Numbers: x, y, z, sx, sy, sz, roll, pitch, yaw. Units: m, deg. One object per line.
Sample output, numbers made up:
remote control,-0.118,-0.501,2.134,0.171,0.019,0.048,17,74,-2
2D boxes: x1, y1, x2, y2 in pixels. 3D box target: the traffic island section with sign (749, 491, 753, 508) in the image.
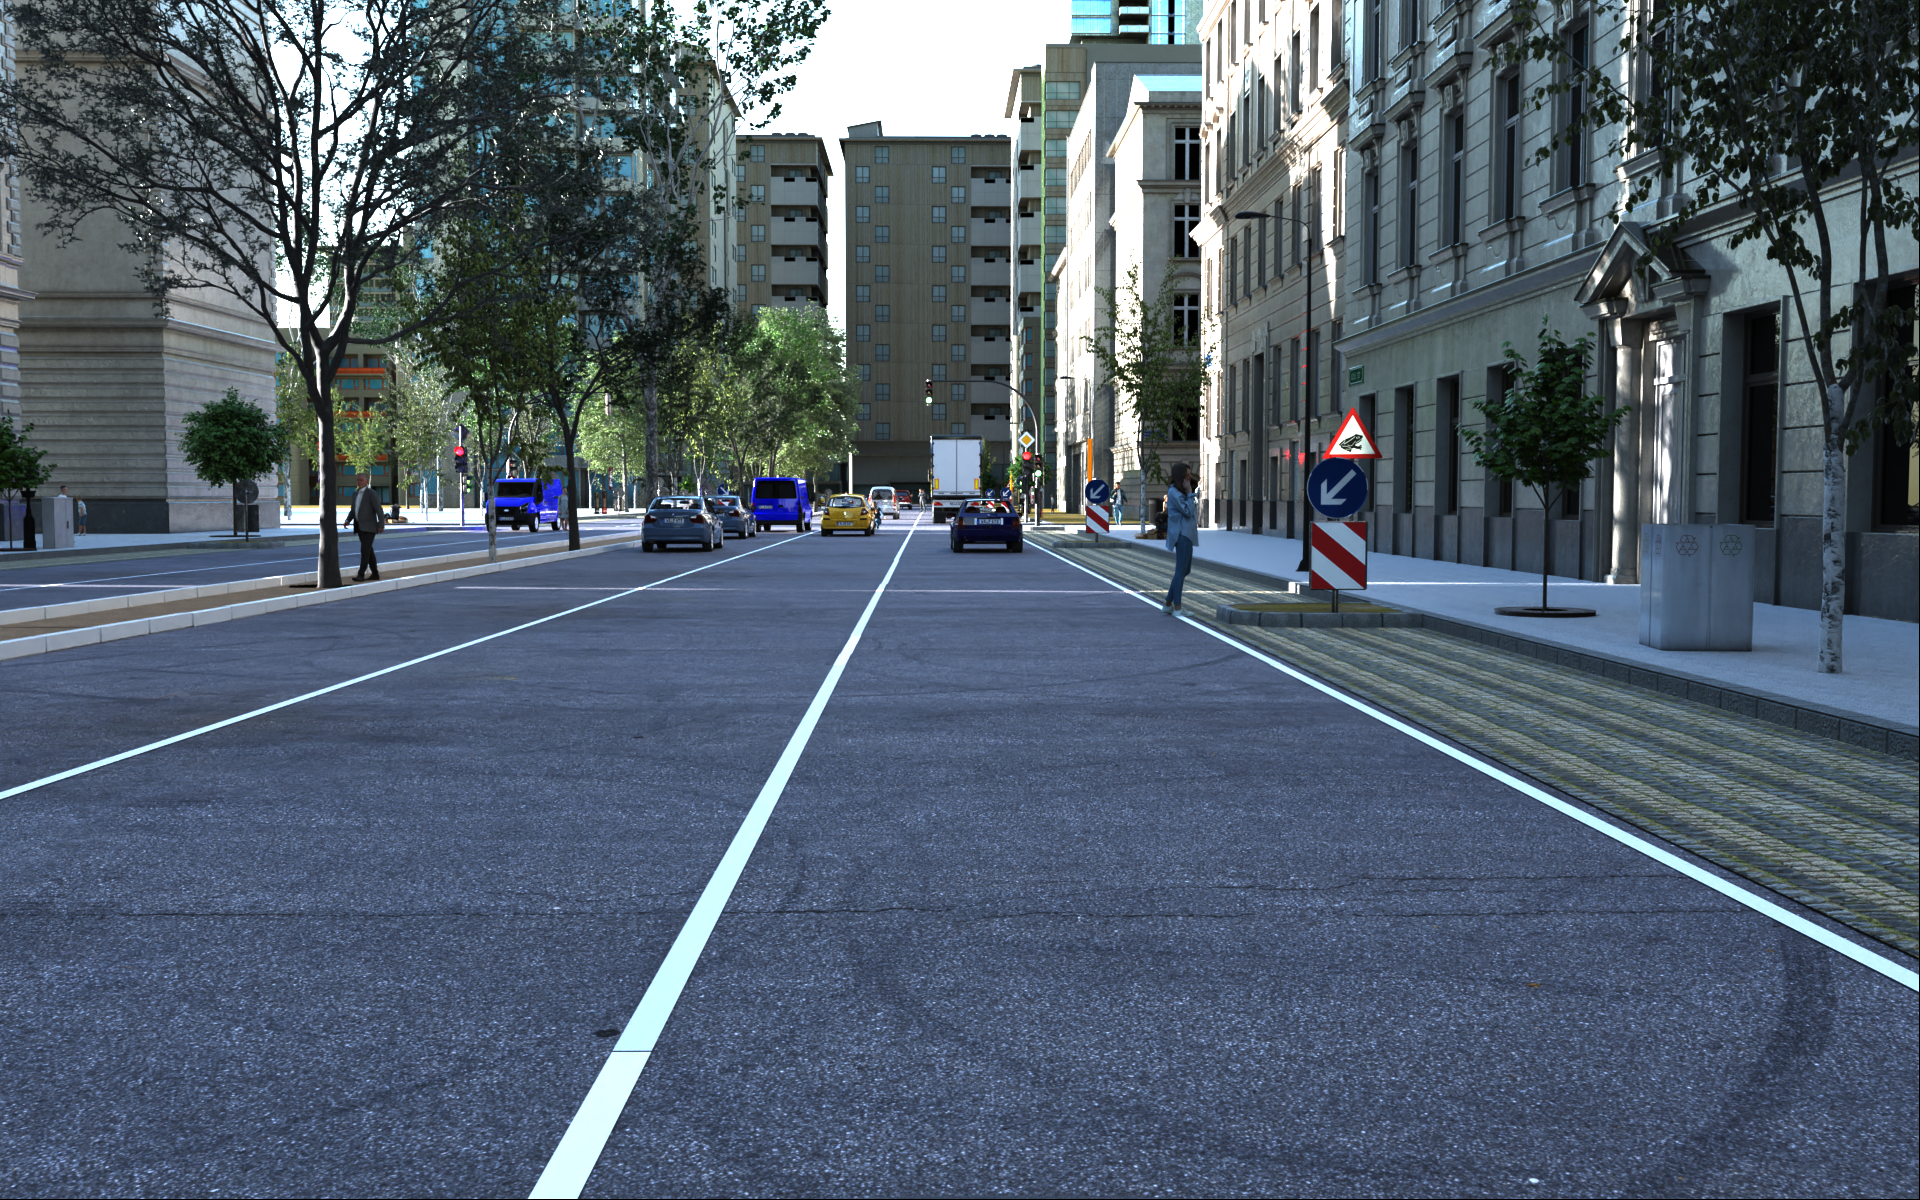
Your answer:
traffic island section with sign,-21.300,-10.444,179.392,1.989,1.847,2.006,0,4,-1

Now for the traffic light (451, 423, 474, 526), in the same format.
traffic light,-19.783,-4.888,68.841,0.839,4.253,0.868,0,4,-1

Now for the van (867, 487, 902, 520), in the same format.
van,-4.324,-5.603,98.623,2.013,2.044,4.112,0,4,1

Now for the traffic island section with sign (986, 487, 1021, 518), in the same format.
traffic island section with sign,2.587,-5.728,102.284,1.989,1.847,2.006,0,4,-1

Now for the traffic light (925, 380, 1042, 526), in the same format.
traffic light,0.985,-5.773,69.054,4.771,5.953,1.251,0,4,-1

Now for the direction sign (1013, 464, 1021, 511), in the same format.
direction sign,4.364,-8.360,128.679,0.876,3.537,0.379,1,4,19

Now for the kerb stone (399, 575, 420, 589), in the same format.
kerb stone,-8.488,-0.259,26.424,0.120,0.150,1.000,0,4,-1

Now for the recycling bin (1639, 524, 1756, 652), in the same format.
recycling bin,6.141,-0.116,14.455,0.722,1.027,0.722,0,4,6

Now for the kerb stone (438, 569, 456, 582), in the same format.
kerb stone,-8.524,-0.384,28.474,0.120,0.150,1.000,0,4,-1

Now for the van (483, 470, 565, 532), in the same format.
van,-16.767,-3.811,66.692,2.240,2.365,5.245,0,4,1

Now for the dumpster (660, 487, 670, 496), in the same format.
dumpster,-22.827,-7.723,132.028,1.264,1.857,1.865,0,4,-1

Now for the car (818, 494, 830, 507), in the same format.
car,-15.377,-11.496,198.185,2.015,1.641,3.980,0,4,-2

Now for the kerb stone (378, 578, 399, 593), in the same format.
kerb stone,-8.477,-0.196,25.393,0.120,0.150,1.000,0,4,-1

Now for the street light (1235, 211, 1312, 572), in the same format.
street light,5.210,-3.429,28.601,1.470,5.913,1.316,0,4,-1

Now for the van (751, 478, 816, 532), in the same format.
van,-6.779,-3.788,66.315,2.240,2.365,5.245,0,3,0

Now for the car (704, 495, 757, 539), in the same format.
car,-7.695,-2.724,56.535,2.014,1.417,4.499,0,4,-1

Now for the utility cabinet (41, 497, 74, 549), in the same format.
utility cabinet,-21.272,-1.816,40.857,0.306,1.237,1.020,0,4,-4

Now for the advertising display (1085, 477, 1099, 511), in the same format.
advertising display,5.118,-3.785,67.104,0.123,1.923,0.974,-1,4,-23

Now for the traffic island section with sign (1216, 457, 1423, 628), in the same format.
traffic island section with sign,3.939,-0.658,19.389,1.989,1.847,2.006,0,4,-1

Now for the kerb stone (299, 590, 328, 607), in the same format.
kerb stone,-8.419,-0.007,22.327,0.120,0.150,1.000,0,4,-1

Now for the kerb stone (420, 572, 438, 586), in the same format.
kerb stone,-8.513,-0.322,27.452,0.120,0.150,1.000,0,4,-1

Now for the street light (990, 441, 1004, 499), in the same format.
street light,3.288,-10.964,151.804,1.470,5.913,1.316,0,4,-1

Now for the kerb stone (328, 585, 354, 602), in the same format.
kerb stone,-8.434,-0.071,23.348,0.120,0.150,1.000,0,4,-1

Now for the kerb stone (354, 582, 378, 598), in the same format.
kerb stone,-8.452,-0.133,24.370,0.120,0.150,1.000,0,4,-1

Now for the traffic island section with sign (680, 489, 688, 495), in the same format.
traffic island section with sign,-20.483,-7.333,128.516,1.989,1.847,2.006,0,4,-1

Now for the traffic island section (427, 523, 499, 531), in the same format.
traffic island section,-19.823,-2.856,68.975,2.009,0.180,2.903,0,4,-1

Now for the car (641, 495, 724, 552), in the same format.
car,-7.087,-1.979,44.357,2.014,1.417,4.499,0,4,-3

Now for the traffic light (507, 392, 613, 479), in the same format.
traffic light,-17.824,-6.252,76.894,4.771,5.953,1.251,0,4,-1

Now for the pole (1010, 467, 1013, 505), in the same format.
pole,3.931,-8.444,131.897,0.158,3.312,0.155,0,3,0

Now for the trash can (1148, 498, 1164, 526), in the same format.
trash can,7.925,-3.559,69.835,0.748,1.137,0.748,0,3,0

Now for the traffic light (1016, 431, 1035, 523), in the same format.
traffic light,2.944,-5.400,77.214,0.839,4.253,0.868,0,4,-1

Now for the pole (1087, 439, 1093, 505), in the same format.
pole,4.808,-4.295,64.059,0.158,3.312,0.155,0,3,0

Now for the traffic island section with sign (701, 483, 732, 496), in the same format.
traffic island section with sign,-10.345,-4.198,76.772,2.006,1.907,1.989,0,4,-1

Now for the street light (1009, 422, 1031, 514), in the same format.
street light,3.873,-8.529,111.985,1.470,5.913,1.316,0,4,-1

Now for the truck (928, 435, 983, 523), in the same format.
truck,-0.225,-6.046,87.769,2.839,4.237,11.283,0,4,-1

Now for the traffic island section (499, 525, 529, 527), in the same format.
traffic island section,-19.954,-3.344,76.959,2.009,0.180,2.903,0,4,-1

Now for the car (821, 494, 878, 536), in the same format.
car,-3.863,-3.048,60.064,2.015,1.641,3.980,0,3,0

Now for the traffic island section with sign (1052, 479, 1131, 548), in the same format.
traffic island section with sign,3.492,-2.307,46.341,1.989,1.847,2.006,0,4,-1

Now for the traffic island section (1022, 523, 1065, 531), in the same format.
traffic island section,3.115,-2.879,69.344,2.009,0.180,2.903,0,4,-1

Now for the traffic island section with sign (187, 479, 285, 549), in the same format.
traffic island section with sign,-19.121,-2.285,45.982,1.989,1.847,2.006,0,4,-1

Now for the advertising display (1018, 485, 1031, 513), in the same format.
advertising display,4.412,-6.920,118.355,0.974,1.923,0.123,-2,4,-32

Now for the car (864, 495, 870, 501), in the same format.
car,-8.921,-9.485,167.667,1.945,1.354,3.894,0,4,0

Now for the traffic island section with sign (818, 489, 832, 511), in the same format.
traffic island section with sign,-11.584,-8.793,151.900,2.006,1.907,1.989,0,4,-1

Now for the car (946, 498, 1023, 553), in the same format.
car,0.640,-1.903,43.699,1.945,1.354,3.894,0,4,-2

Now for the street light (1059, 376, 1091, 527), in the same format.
street light,4.582,-5.857,68.308,1.470,5.913,1.316,0,4,-1

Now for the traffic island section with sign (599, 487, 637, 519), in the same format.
traffic island section with sign,-20.035,-5.684,101.565,1.989,1.847,2.006,0,4,-1

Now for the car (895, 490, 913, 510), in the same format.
car,-5.448,-9.225,159.496,2.281,1.827,5.304,0,4,-3
